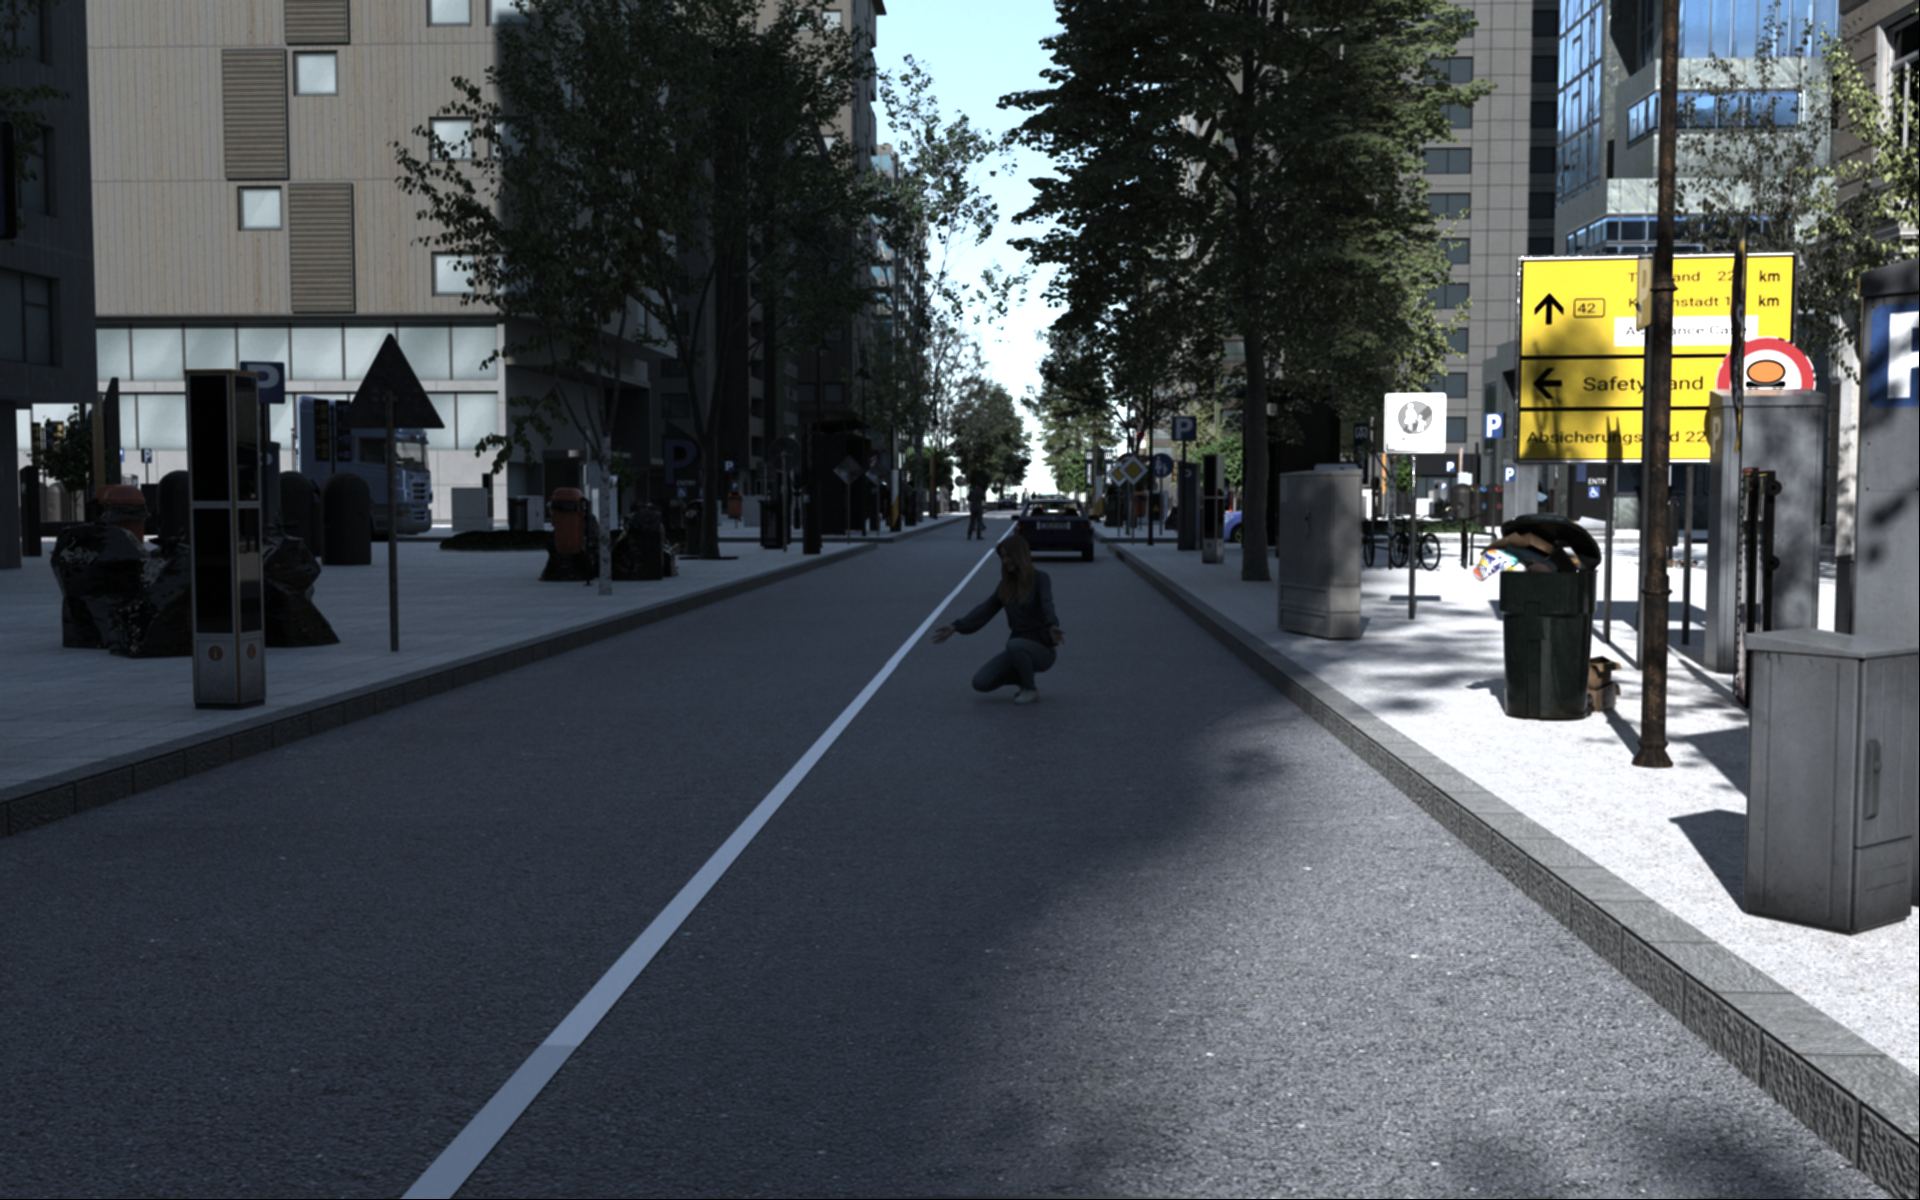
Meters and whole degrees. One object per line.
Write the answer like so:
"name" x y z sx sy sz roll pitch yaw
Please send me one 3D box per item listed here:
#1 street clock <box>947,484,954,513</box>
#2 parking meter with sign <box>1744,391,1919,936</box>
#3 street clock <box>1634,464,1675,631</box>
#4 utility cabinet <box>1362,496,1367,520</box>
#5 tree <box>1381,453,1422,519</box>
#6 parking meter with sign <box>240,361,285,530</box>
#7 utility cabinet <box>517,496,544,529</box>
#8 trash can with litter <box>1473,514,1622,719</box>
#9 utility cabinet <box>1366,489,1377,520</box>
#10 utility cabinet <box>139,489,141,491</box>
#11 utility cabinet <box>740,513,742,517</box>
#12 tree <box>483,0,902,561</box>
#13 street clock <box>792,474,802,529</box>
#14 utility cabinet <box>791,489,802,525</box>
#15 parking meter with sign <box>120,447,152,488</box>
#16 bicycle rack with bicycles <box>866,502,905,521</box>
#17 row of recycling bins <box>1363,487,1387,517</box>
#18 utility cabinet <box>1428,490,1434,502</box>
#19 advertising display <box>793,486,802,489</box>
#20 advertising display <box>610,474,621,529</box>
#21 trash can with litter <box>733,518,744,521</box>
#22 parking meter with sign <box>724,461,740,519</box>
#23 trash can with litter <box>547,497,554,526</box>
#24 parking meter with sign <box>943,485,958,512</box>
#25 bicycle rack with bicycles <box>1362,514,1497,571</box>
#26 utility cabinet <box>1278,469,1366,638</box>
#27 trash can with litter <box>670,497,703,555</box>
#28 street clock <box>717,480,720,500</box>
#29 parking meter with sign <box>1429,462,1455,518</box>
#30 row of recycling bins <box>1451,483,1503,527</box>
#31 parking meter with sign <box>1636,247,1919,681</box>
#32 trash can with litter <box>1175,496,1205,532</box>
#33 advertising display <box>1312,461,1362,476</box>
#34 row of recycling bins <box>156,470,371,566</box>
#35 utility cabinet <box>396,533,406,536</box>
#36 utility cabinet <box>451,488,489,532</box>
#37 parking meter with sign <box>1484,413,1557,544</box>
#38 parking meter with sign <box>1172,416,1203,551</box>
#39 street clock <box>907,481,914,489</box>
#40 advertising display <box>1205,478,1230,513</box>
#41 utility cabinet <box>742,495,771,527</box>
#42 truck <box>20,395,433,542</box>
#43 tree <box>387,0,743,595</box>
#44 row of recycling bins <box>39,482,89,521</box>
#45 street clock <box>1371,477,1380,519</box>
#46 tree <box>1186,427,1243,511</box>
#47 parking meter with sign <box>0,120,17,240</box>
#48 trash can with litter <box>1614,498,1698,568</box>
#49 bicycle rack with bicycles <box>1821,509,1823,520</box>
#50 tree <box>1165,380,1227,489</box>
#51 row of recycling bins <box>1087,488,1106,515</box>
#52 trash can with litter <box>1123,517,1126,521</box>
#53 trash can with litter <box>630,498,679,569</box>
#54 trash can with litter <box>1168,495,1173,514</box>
"street clock" -0.641 -7.089 120.481 0.358 2.002 0.471 3 5 45
"parking meter with sign" 3.197 -0.566 5.523 1.738 3.016 0.543 -2 4 -35
"street clock" 6.469 -0.709 16.158 0.471 2.002 0.358 -2 4 -34
"utility cabinet" 13.489 -2.971 59.744 1.020 1.237 0.306 0 4 -8
"tree" 19.133 -4.878 74.350 1.663 3.219 1.824 0 3 0
"parking meter with sign" -9.490 -1.677 23.674 0.543 3.016 1.738 -1 4 -21
"utility cabinet" -15.518 -3.147 62.622 0.306 1.237 1.020 2 4 35
"trash can with litter" 3.484 0.075 10.166 0.624 1.170 1.055 3 4 37
"utility cabinet" 18.515 -4.330 79.472 1.173 1.500 0.318 1 4 8
"utility cabinet" -32.861 -3.720 69.501 0.318 1.500 1.173 1 4 22
"utility cabinet" -12.545 -5.255 97.085 1.020 1.237 0.306 2 4 31
"tree" -4.985 -6.592 33.535 9.928 11.665 9.643 0 3 0
"street clock" -5.962 -3.596 63.372 0.471 2.002 0.358 1 4 16
"utility cabinet" -6.906 -3.849 71.614 1.173 1.500 0.318 0 4 7
"parking meter with sign" -32.000 -4.299 66.545 1.738 3.016 0.543 0 4 6
"bicycle rack with bicycles" -3.996 -4.256 82.969 2.852 0.926 2.925 -3 5 -42
"row of recycling bins" 23.036 -5.484 96.775 1.069 1.692 3.534 0 4 2
"utility cabinet" 28.332 -5.779 103.163 0.318 1.500 1.173 -1 4 -16
"advertising display" -9.731 -6.096 104.875 0.974 1.923 0.123 1 4 20
"advertising display" -11.446 -3.157 56.837 0.974 1.923 0.123 3 5 44
"trash can with litter" -9.829 -4.343 82.061 2.233 1.210 1.678 -2 4 -26
"parking meter with sign" -11.775 -5.727 89.894 0.543 3.016 1.738 -1 4 -22
"trash can with litter" -15.706 -3.481 68.309 1.055 1.170 0.624 -3 5 -44
"parking meter with sign" -1.010 -7.877 125.047 1.738 3.016 0.543 -2 4 -34
"bicycle rack with bicycles" 8.099 -1.021 30.075 2.852 0.926 2.925 0 4 5
"utility cabinet" 3.240 -0.430 15.702 0.318 1.500 1.173 -1 4 -12
"trash can with litter" -5.724 -1.533 36.447 0.624 1.170 1.055 -3 5 -41
"street clock" -12.285 -5.085 87.715 0.358 2.002 0.471 -1 4 -10
"parking meter with sign" 26.029 -5.966 93.808 0.543 3.016 1.738 -1 4 -19
"row of recycling bins" 20.696 -3.746 68.366 3.534 1.692 1.069 -2 4 -33
"parking meter with sign" 5.780 -0.987 12.392 1.738 3.016 0.543 1 4 10
"trash can with litter" 7.332 -2.656 54.815 1.055 1.170 0.624 2 4 23
"advertising display" 7.447 -1.777 34.274 0.974 1.923 0.123 2 4 29
"row of recycling bins" -12.347 -1.450 30.819 3.534 1.692 1.069 -2 4 -24
"utility cabinet" -17.350 -2.692 52.687 1.173 1.500 0.318 2 4 35
"utility cabinet" -16.541 -3.046 58.480 1.173 1.500 0.318 0 4 8
"parking meter with sign" 12.220 -2.532 37.656 1.738 3.016 0.543 -2 4 -28
"parking meter with sign" 5.286 -2.657 39.708 0.543 3.016 1.738 1 4 18
"street clock" -2.714 -5.585 95.891 0.471 2.002 0.358 1 4 21
"advertising display" 10.522 -4.011 70.798 0.974 1.923 0.123 1 4 21
"utility cabinet" -7.914 -3.456 67.667 1.020 1.237 0.306 0 4 -5
"truck" -23.670 -3.580 48.286 18.799 4.110 2.967 0 4 1
"tree" -4.716 -4.383 22.028 4.737 8.622 4.395 0 3 0
"row of recycling bins" -29.649 -3.114 58.029 3.534 1.692 1.069 0 4 6
"street clock" 17.591 -4.210 73.409 0.358 2.002 0.471 2 4 33
"tree" 13.191 -6.021 82.153 4.285 4.588 4.351 0 3 0
"parking meter with sign" -4.839 -0.680 7.380 0.543 3.016 1.738 1 4 10
"trash can with litter" 12.595 -1.216 30.931 1.678 1.210 2.233 1 4 20
"bicycle rack with bicycles" 29.987 -2.848 59.955 2.925 0.926 2.852 -2 4 -34
"tree" 14.646 -9.613 107.531 4.737 8.622 4.395 0 3 0
"row of recycling bins" 8.359 -5.927 104.013 1.069 1.692 3.534 1 4 16
"trash can with litter" 7.758 -4.391 83.182 0.624 1.170 1.055 -1 4 -22
"trash can with litter" -5.662 -1.094 28.952 2.233 1.210 1.678 -1 4 -23
"trash can with litter" 14.299 -6.830 122.734 1.678 1.210 2.233 2 4 33
